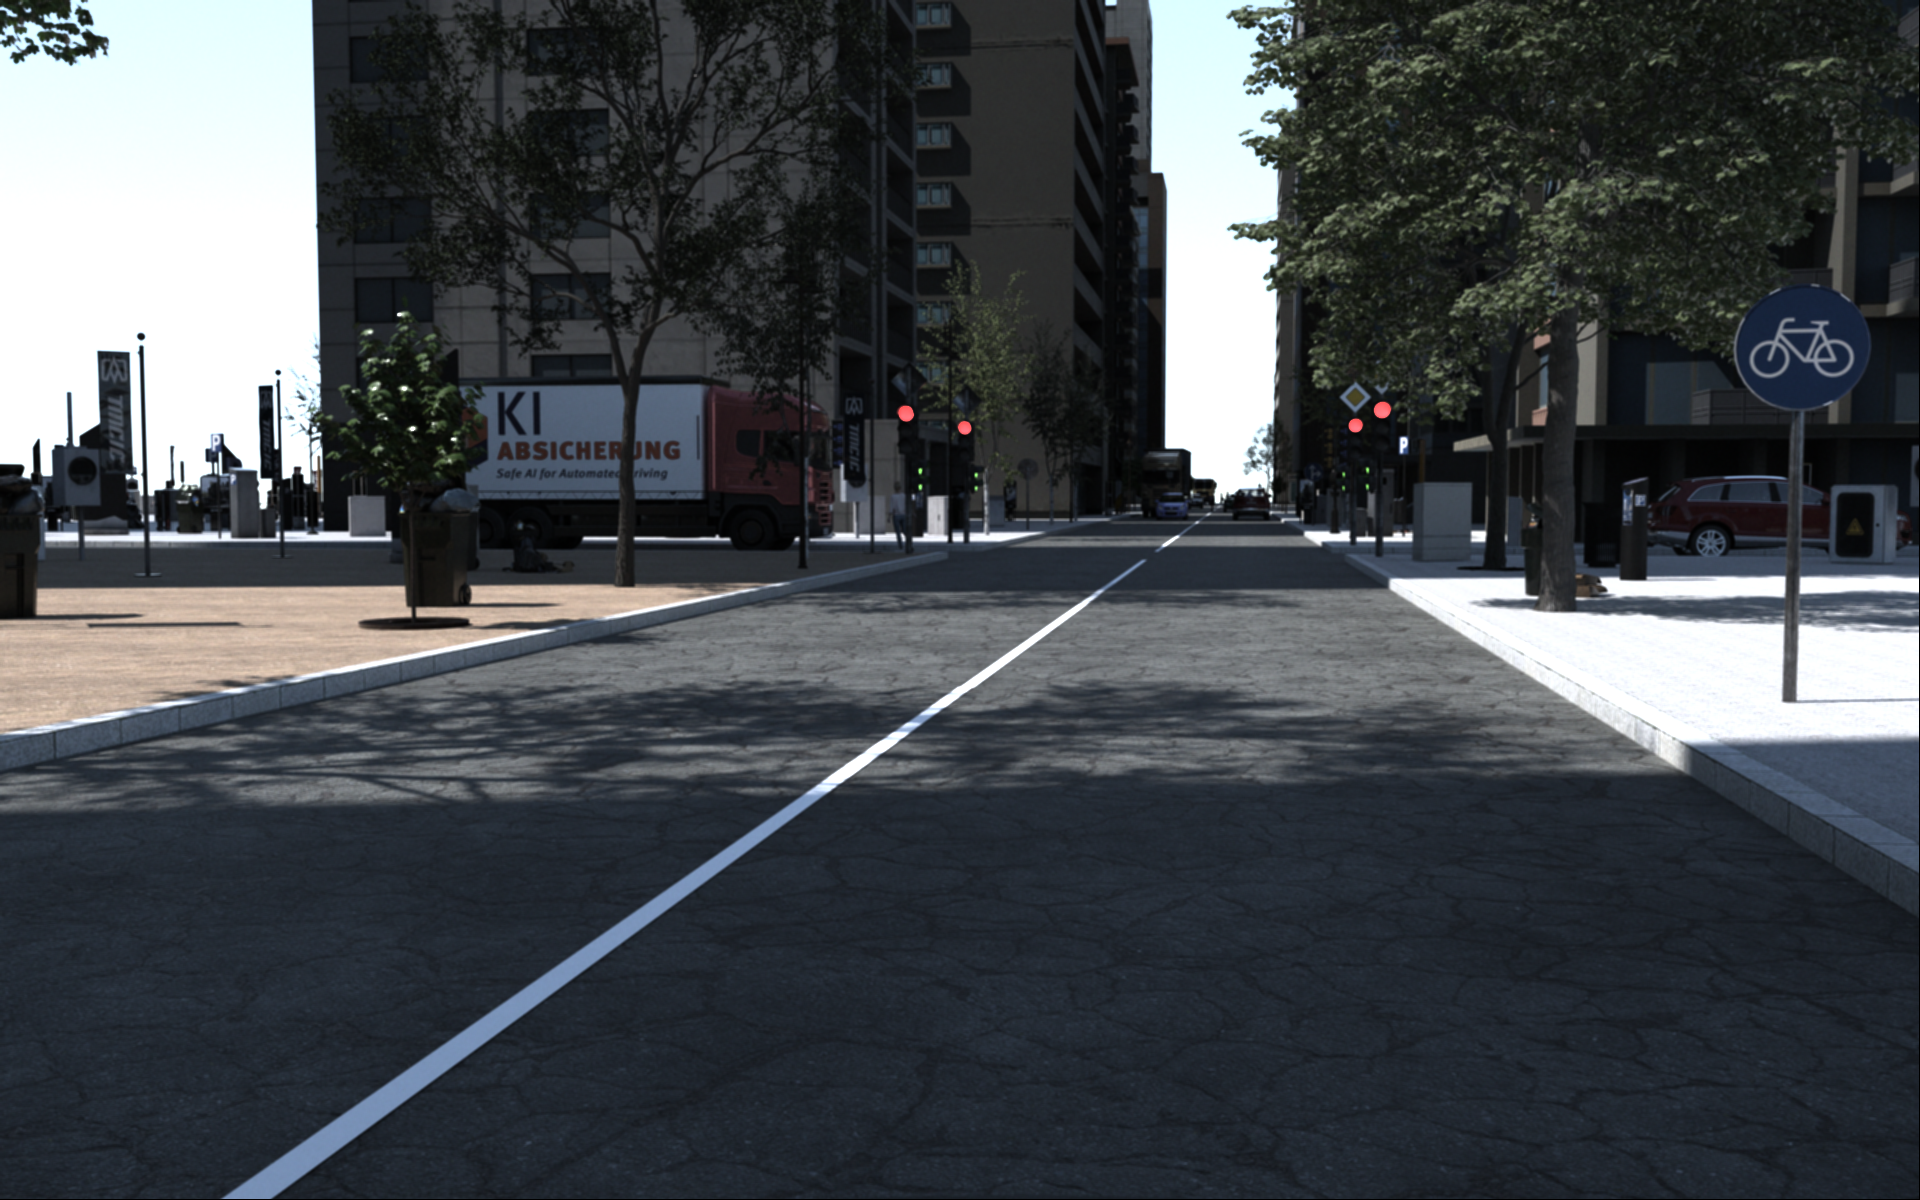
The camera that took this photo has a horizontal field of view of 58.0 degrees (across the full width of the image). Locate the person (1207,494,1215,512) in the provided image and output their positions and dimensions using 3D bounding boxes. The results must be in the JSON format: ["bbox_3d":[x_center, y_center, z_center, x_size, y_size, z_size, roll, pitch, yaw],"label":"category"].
[{"bbox_3d":[20.182,-7.808,139.401,0.697,1.427,0.421,-1,4,-16],"label":"person"}]

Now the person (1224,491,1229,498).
[{"bbox_3d":[31.350,-11.913,203.282,0.705,1.822,1.348,-1,4,-18],"label":"person"}]

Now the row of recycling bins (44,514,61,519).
[{"bbox_3d":[-46.338,-5.051,89.701,1.069,1.692,3.534,3,5,41],"label":"row of recycling bins"}]

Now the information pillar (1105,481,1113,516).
[{"bbox_3d":[8.820,-6.059,103.550,0.304,2.012,0.304,0,4,7],"label":"information pillar"}]

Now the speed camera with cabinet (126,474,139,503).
[{"bbox_3d":[-49.046,-6.525,101.017,2.038,3.252,0.660,-2,4,-28],"label":"speed camera with cabinet"}]

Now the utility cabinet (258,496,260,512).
[{"bbox_3d":[-24.693,-3.009,60.354,0.306,1.237,1.020,0,4,-4],"label":"utility cabinet"}]

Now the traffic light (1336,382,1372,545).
[{"bbox_3d":[9.828,-3.323,43.252,0.839,4.253,0.868,1,4,9],"label":"traffic light"}]

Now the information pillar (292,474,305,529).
[{"bbox_3d":[-24.015,-3.570,62.859,0.304,2.012,0.304,2,4,26],"label":"information pillar"}]

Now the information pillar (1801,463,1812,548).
[{"bbox_3d":[20.236,-2.271,41.629,0.304,2.012,0.304,1,4,11],"label":"information pillar"}]

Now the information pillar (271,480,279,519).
[{"bbox_3d":[-35.215,-5.170,89.014,0.304,2.012,0.304,-2,4,-28],"label":"information pillar"}]

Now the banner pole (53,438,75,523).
[{"bbox_3d":[-39.854,-5.320,76.991,0.401,3.779,0.863,2,4,30],"label":"banner pole"}]

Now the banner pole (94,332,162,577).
[{"bbox_3d":[-12.859,-2.248,26.775,0.863,3.779,0.401,-2,4,-35],"label":"banner pole"}]

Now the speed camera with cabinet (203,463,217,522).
[{"bbox_3d":[-34.167,-5.172,78.893,0.660,3.252,2.038,-1,4,-22],"label":"speed camera with cabinet"}]

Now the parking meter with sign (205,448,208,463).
[{"bbox_3d":[-27.682,-4.228,65.391,1.738,3.016,0.543,2,4,31],"label":"parking meter with sign"}]

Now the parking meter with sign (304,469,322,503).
[{"bbox_3d":[-46.003,-7.713,122.363,1.738,3.016,0.543,-1,4,-23],"label":"parking meter with sign"}]

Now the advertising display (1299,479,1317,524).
[{"bbox_3d":[14.749,-4.175,73.476,0.123,1.923,0.974,-2,4,-32],"label":"advertising display"}]

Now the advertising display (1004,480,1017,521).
[{"bbox_3d":[2.363,-4.679,81.715,0.123,1.923,0.974,2,4,33],"label":"advertising display"}]

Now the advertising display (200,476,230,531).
[{"bbox_3d":[-26.173,-3.405,60.882,0.974,1.923,0.123,-2,4,-28],"label":"advertising display"}]

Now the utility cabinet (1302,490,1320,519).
[{"bbox_3d":[17.624,-4.766,86.610,0.318,1.500,1.173,-2,4,-34],"label":"utility cabinet"}]

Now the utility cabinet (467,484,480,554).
[{"bbox_3d":[-10.564,-1.688,36.273,0.318,1.500,1.173,2,4,23],"label":"utility cabinet"}]

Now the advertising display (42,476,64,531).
[{"bbox_3d":[-31.779,-3.388,60.612,0.974,1.923,0.123,1,4,21],"label":"advertising display"}]

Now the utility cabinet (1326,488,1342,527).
[{"bbox_3d":[14.638,-3.611,67.714,0.318,1.500,1.173,0,4,-3],"label":"utility cabinet"}]

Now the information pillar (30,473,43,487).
[{"bbox_3d":[-31.510,-3.342,59.136,0.304,2.012,0.304,-1,4,-14],"label":"information pillar"}]

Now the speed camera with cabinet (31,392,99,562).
[{"bbox_3d":[-17.467,-2.356,32.856,0.660,3.252,2.038,3,4,38],"label":"speed camera with cabinet"}]

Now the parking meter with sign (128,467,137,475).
[{"bbox_3d":[-52.688,-6.968,110.192,0.543,3.016,1.738,-2,4,-29],"label":"parking meter with sign"}]

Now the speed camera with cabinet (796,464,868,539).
[{"bbox_3d":[-3.696,-3.388,49.730,2.038,3.252,0.660,-1,4,-20],"label":"speed camera with cabinet"}]

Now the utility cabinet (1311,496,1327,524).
[{"bbox_3d":[15.473,-3.905,75.006,1.020,1.237,0.306,-1,4,-23],"label":"utility cabinet"}]

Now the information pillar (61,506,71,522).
[{"bbox_3d":[-41.405,-4.626,80.130,0.304,2.012,0.304,2,4,32],"label":"information pillar"}]

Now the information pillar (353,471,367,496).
[{"bbox_3d":[-19.315,-3.137,55.783,0.304,2.012,0.304,1,4,10],"label":"information pillar"}]

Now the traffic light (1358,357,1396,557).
[{"bbox_3d":[8.568,-2.841,35.367,0.839,4.253,0.868,1,4,9],"label":"traffic light"}]

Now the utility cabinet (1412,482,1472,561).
[{"bbox_3d":[9.220,-1.496,33.142,1.173,1.500,0.318,-2,4,-25],"label":"utility cabinet"}]

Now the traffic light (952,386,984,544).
[{"bbox_3d":[0.186,-3.416,44.772,0.839,4.253,0.868,1,4,9],"label":"traffic light"}]

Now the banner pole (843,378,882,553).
[{"bbox_3d":[-2.130,-2.905,37.511,0.863,3.779,0.401,1,4,8],"label":"banner pole"}]

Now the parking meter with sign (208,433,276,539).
[{"bbox_3d":[-20.789,-3.307,50.335,0.543,3.016,1.738,2,4,34],"label":"parking meter with sign"}]

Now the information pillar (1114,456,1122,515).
[{"bbox_3d":[9.805,-7.091,107.290,0.183,3.616,0.504,-3,5,-40],"label":"information pillar"}]

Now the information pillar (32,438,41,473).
[{"bbox_3d":[-38.376,-4.936,72.064,0.183,3.616,0.504,0,4,1],"label":"information pillar"}]

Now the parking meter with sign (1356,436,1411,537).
[{"bbox_3d":[12.623,-3.412,52.043,1.738,3.016,0.543,-1,4,-17],"label":"parking meter with sign"}]

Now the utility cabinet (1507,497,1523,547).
[{"bbox_3d":[13.615,-1.915,42.472,0.306,1.237,1.020,1,4,22],"label":"utility cabinet"}]

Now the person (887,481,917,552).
[{"bbox_3d":[-1.335,-2.021,42.208,0.731,1.740,0.598,-3,5,-44],"label":"person"}]

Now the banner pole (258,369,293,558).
[{"bbox_3d":[-13.867,-2.748,34.950,0.863,3.779,0.401,2,4,31],"label":"banner pole"}]

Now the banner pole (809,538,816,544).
[{"bbox_3d":[-4.012,-3.376,45.220,0.401,3.779,0.863,-1,4,-15],"label":"banner pole"}]

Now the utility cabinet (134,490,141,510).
[{"bbox_3d":[-45.359,-5.247,94.469,1.173,1.500,0.318,0,4,-4],"label":"utility cabinet"}]

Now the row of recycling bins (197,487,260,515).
[{"bbox_3d":[-41.512,-5.569,98.169,3.534,1.692,1.069,-3,5,-42],"label":"row of recycling bins"}]

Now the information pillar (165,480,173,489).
[{"bbox_3d":[-42.210,-5.383,92.500,0.304,2.012,0.304,0,4,-6],"label":"information pillar"}]

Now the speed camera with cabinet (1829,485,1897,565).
[{"bbox_3d":[16.949,-2.266,31.388,0.660,3.252,2.038,-3,5,-42],"label":"speed camera with cabinet"}]

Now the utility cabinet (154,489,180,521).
[{"bbox_3d":[-36.514,-4.353,79.855,1.173,1.500,0.318,0,4,3],"label":"utility cabinet"}]

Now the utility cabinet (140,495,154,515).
[{"bbox_3d":[-50.782,-5.937,108.231,0.306,1.237,1.020,2,4,25],"label":"utility cabinet"}]

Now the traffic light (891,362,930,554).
[{"bbox_3d":[-1.074,-2.934,36.886,0.839,4.253,0.868,1,4,9],"label":"traffic light"}]

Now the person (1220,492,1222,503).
[{"bbox_3d":[39.970,-15.618,264.654,0.445,1.727,0.742,0,4,8],"label":"person"}]

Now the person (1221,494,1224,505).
[{"bbox_3d":[35.451,-13.592,233.958,0.599,1.433,0.991,0,4,-5],"label":"person"}]
